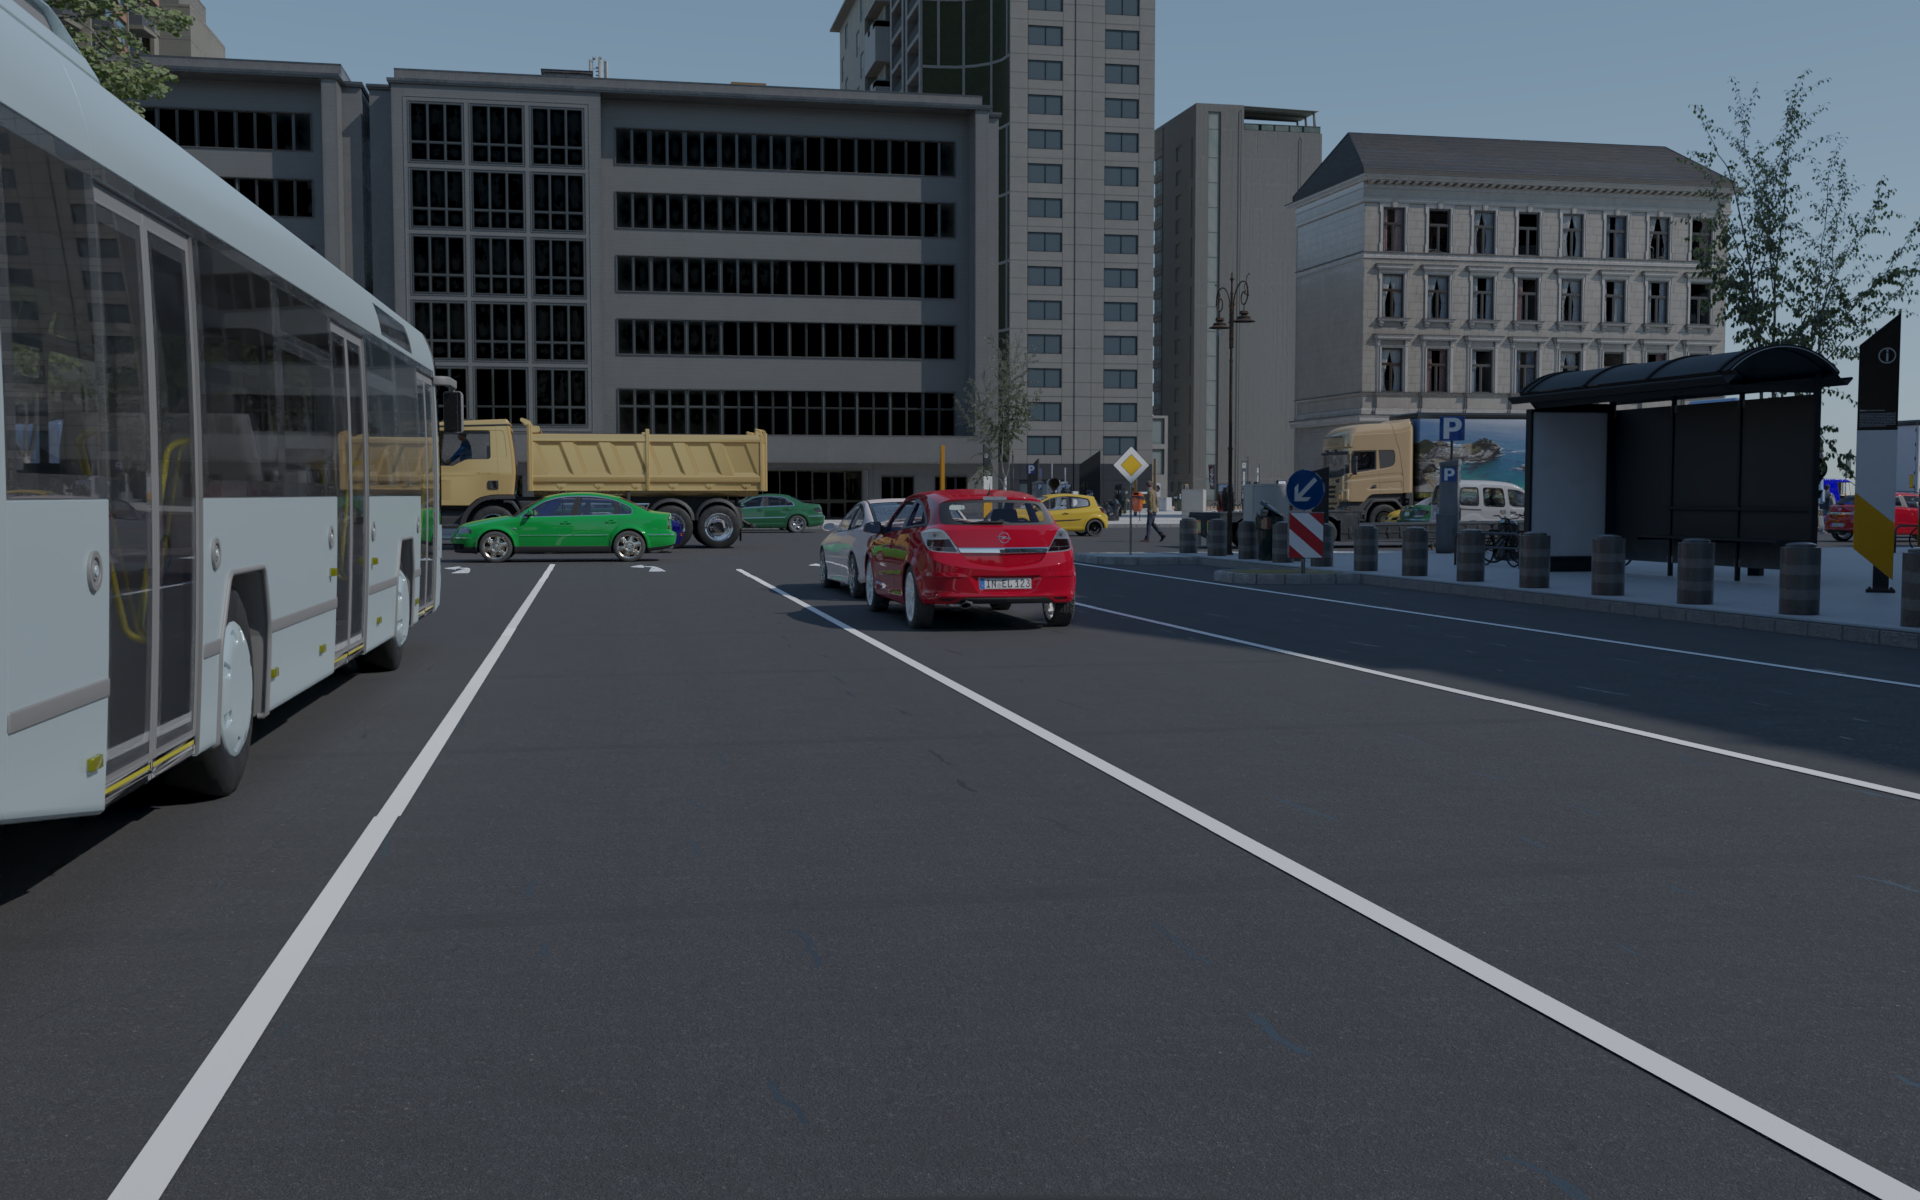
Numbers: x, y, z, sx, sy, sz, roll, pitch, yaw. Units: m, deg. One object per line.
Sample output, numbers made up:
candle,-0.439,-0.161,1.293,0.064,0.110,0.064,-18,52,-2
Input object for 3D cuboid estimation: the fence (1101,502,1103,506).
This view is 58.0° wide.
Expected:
fence,9.911,-7.028,130.287,2.069,0.683,0.278,-2,4,-28

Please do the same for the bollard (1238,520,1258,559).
bollard,5.692,-1.189,34.161,0.404,0.777,0.398,0,3,0

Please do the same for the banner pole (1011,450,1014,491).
banner pole,3.038,-6.684,99.295,0.401,3.779,0.863,0,4,-5

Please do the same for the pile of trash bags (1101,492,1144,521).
pile of trash bags,7.225,-4.467,82.794,3.447,1.369,1.912,2,4,32

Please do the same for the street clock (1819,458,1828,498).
street clock,16.506,-1.771,33.523,0.471,2.002,0.358,2,4,29

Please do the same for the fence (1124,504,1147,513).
fence,10.668,-5.476,104.912,0.278,0.683,2.069,-3,5,-41

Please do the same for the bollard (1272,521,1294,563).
bollard,6.051,-1.083,32.425,0.404,0.777,0.398,0,3,0

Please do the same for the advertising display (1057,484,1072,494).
advertising display,6.395,-6.180,106.254,0.974,1.923,0.123,2,4,30

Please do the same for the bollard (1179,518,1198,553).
bollard,4.969,-1.402,37.646,0.404,0.777,0.398,0,3,0

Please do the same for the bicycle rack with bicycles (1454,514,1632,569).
bicycle rack with bicycles,10.162,-1.077,30.998,2.852,0.926,2.925,-1,4,-20

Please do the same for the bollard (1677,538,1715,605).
bollard,8.597,-0.337,20.234,0.404,0.777,0.398,0,3,0

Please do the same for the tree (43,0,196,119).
tree,-13.636,-6.161,21.322,7.486,12.596,7.792,0,3,0

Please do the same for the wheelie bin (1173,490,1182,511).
wheelie bin,16.284,-7.386,128.664,0.693,1.594,0.980,-1,4,-21

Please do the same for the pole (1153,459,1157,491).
pole,11.247,-6.492,99.984,0.158,3.312,0.155,0,3,0

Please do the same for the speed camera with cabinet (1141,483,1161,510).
speed camera with cabinet,15.093,-8.842,138.900,2.038,3.252,0.660,-2,4,-28

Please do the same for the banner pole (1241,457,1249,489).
banner pole,18.997,-7.659,115.245,0.863,3.779,0.401,-3,5,-39

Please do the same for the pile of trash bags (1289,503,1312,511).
pile of trash bags,15.722,-4.563,84.359,3.447,1.369,1.912,2,4,28

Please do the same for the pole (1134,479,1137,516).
pole,10.223,-6.545,100.856,0.158,3.312,0.155,0,3,0

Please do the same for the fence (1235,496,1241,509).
fence,22.031,-7.724,137.486,2.264,1.192,0.480,2,4,33

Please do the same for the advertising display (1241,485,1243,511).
advertising display,19.448,-6.941,118.704,0.123,1.923,0.974,0,4,-5

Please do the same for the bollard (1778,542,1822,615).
bollard,8.960,-0.230,18.473,0.404,0.777,0.398,0,3,0

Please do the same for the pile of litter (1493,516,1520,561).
pile of litter,10.968,-1.215,33.827,1.176,0.858,1.719,3,4,37

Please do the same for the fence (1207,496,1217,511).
fence,19.595,-7.499,133.819,0.480,1.192,2.264,2,4,34

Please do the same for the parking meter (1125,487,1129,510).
parking meter,13.073,-8.001,136.533,0.399,1.863,0.255,-1,4,-18

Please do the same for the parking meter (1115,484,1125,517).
parking meter,9.045,-5.709,99.052,0.255,1.863,0.399,3,5,40

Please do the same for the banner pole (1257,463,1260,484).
banner pole,24.098,-9.166,139.881,0.401,3.779,0.863,2,4,29

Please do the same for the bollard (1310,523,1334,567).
bollard,6.413,-0.977,30.683,0.404,0.777,0.398,0,3,0

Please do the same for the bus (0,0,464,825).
bus,-5.238,-0.991,11.060,2.948,3.499,13.247,-1,4,-11

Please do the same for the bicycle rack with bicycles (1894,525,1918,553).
bicycle rack with bicycles,21.358,-1.421,36.609,2.925,0.926,2.852,0,4,1

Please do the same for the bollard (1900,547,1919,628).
bollard,9.322,-0.124,16.737,0.404,0.777,0.398,0,3,0

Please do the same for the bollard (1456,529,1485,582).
bollard,7.507,-0.657,25.454,0.404,0.777,0.398,0,3,0

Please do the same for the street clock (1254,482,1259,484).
street clock,17.520,-5.988,102.471,0.358,2.002,0.471,2,4,25

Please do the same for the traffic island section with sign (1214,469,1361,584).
traffic island section with sign,5.270,-1.214,28.484,1.989,1.847,2.006,-1,4,-12

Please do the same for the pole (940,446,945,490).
pole,-0.748,-4.840,72.974,0.158,3.312,0.155,0,3,0

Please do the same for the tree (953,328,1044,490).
tree,1.904,-7.757,77.191,4.360,8.622,3.978,0,3,0

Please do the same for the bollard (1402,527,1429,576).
bollard,7.144,-0.763,27.192,0.404,0.777,0.398,0,3,0

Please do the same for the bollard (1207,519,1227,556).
bollard,5.331,-1.295,35.898,0.404,0.777,0.398,0,3,0

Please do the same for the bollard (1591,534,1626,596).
bollard,8.230,-0.444,21.980,0.404,0.777,0.398,0,3,0

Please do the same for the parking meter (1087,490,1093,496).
parking meter,7.802,-5.848,104.018,0.372,1.533,0.369,0,3,0

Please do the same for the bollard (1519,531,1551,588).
bollard,7.870,-0.550,23.718,0.404,0.777,0.398,0,3,0

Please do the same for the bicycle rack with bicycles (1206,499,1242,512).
bicycle rack with bicycles,19.154,-6.806,124.657,2.925,0.926,2.852,-1,4,-23

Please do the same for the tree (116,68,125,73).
tree,-14.801,-4.558,27.340,4.360,8.622,3.978,0,3,0

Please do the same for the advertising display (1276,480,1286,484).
advertising display,14.905,-4.600,80.424,0.123,1.923,0.974,2,4,32

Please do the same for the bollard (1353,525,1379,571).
bollard,6.785,-0.870,28.940,0.404,0.777,0.398,0,3,0

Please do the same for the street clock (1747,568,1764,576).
street clock,12.501,-1.381,27.153,0.358,2.002,0.471,-3,5,-44

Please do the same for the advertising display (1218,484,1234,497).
advertising display,16.296,-6.182,106.294,0.974,1.923,0.123,2,4,23

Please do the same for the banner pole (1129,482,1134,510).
banner pole,13.612,-9.012,137.371,0.401,3.779,0.863,-3,4,-38

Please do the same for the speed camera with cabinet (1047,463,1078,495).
speed camera with cabinet,6.431,-6.999,108.771,2.038,3.252,0.660,3,4,38

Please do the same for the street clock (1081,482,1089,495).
street clock,7.563,-6.120,104.632,0.471,2.002,0.358,3,4,37

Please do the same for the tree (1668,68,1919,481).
tree,14.503,-4.897,30.427,4.360,8.622,3.978,0,3,0

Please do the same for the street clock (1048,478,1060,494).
street clock,4.239,-4.492,78.013,0.471,2.002,0.358,-1,4,-14
